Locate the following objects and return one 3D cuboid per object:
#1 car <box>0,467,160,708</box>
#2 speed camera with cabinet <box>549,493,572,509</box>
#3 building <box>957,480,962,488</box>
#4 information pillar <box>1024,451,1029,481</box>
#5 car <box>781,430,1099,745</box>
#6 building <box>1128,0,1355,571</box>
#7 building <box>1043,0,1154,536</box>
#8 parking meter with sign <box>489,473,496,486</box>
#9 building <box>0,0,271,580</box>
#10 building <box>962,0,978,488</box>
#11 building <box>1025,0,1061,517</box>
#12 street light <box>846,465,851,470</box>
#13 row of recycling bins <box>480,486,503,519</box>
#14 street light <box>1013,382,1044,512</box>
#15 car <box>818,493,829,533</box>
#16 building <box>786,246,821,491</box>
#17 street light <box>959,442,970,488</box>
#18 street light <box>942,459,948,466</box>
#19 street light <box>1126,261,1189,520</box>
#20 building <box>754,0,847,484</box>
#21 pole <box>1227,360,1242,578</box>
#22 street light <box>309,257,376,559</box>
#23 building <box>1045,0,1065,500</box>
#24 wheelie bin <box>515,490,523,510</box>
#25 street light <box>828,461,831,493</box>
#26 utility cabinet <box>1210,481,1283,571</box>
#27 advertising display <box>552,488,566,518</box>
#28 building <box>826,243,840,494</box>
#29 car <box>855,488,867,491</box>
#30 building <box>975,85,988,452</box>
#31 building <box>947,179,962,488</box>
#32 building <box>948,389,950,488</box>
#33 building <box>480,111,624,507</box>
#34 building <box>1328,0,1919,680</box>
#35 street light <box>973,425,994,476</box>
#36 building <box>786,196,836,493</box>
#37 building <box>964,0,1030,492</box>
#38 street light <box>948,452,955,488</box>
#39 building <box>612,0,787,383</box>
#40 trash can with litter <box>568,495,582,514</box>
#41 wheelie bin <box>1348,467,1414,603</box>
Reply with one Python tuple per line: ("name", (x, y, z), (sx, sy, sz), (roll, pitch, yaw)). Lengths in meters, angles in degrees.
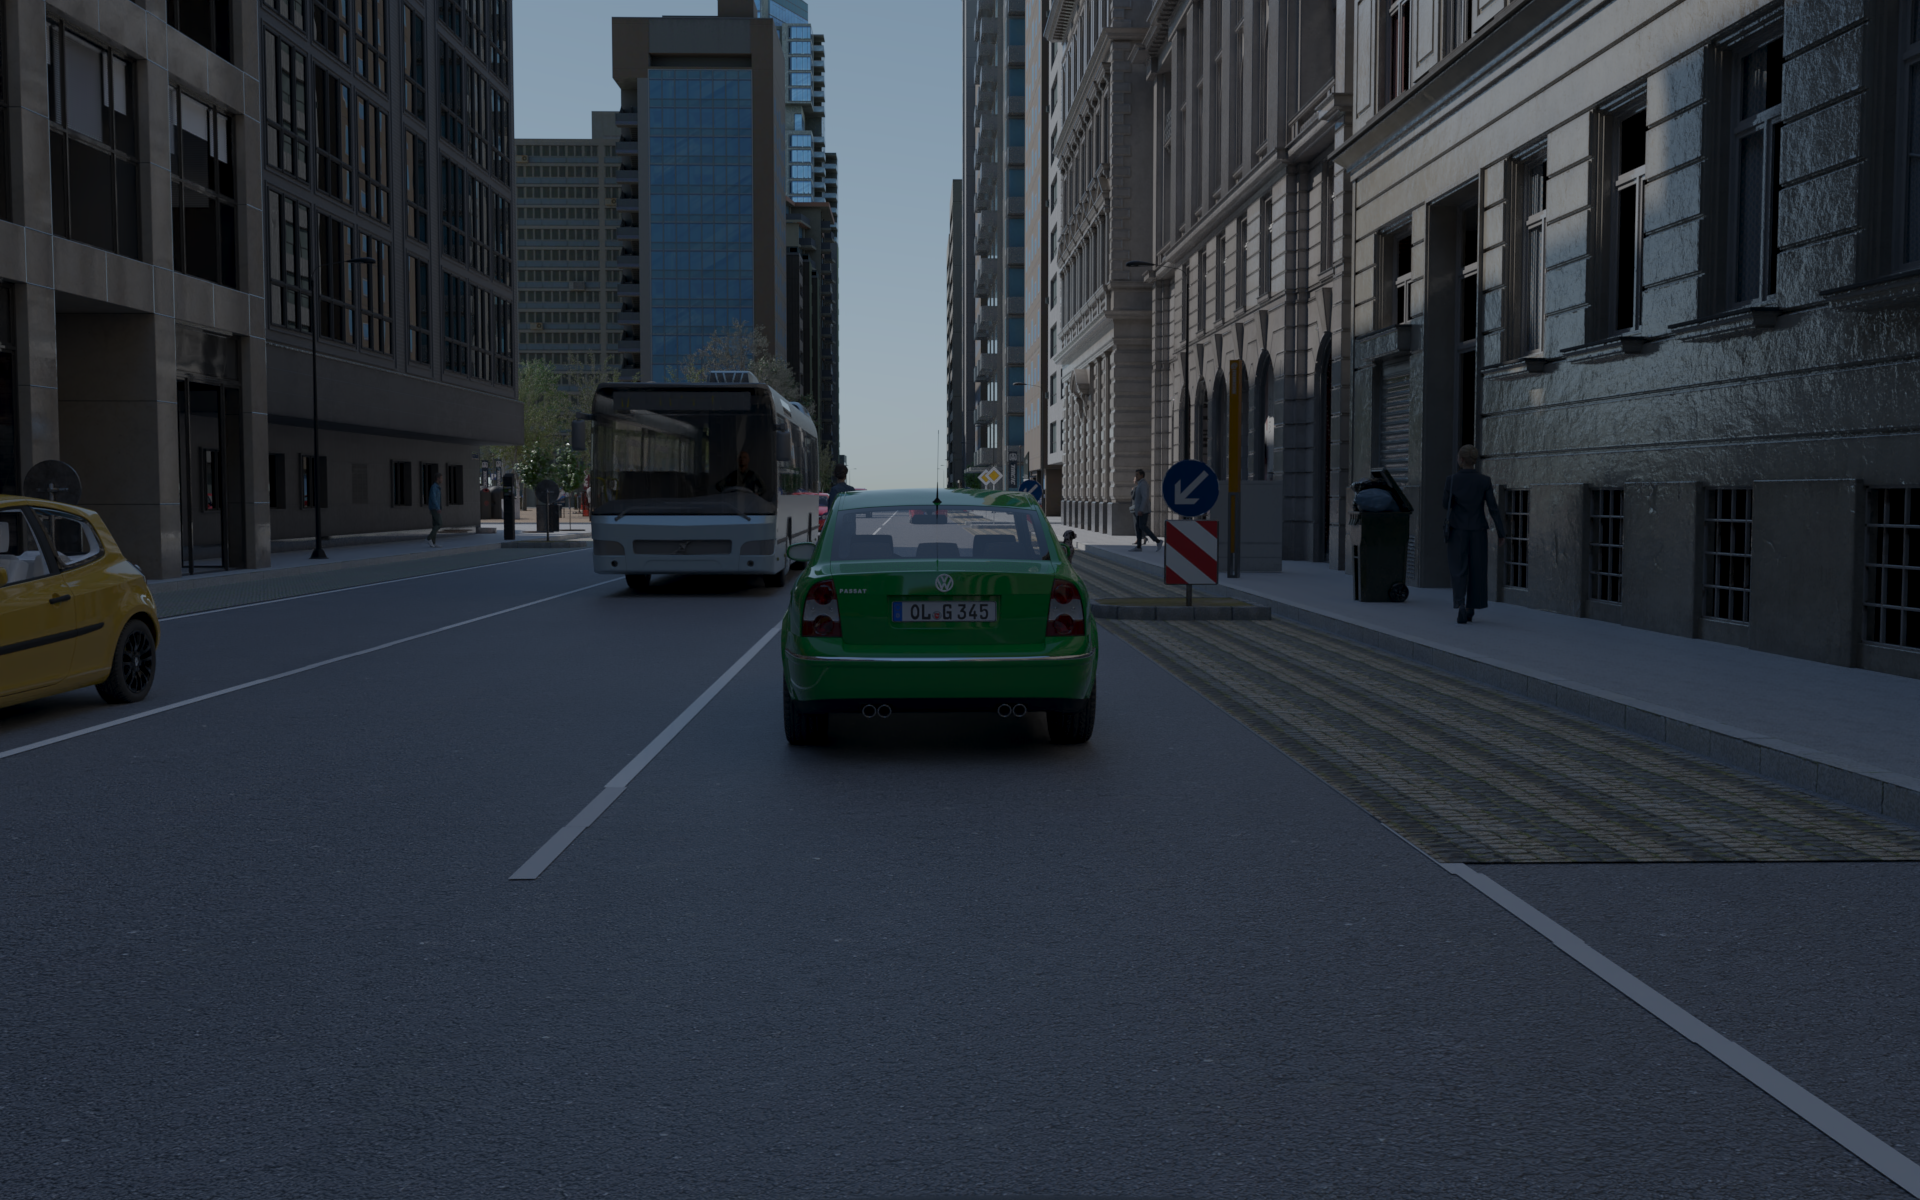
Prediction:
("car", (-6.483, -0.018, 10.510), (2.015, 1.641, 3.980), (0, 4, 0))
("speed camera with cabinet", (-33.701, -9.265, 145.810), (2.038, 3.252, 0.660), (2, 4, 24))
("building", (15.853, -32.273, 219.545), (32.217, 40.220, 23.993), (0, 4, -1))
("information pillar", (3.665, -6.355, 95.265), (0.183, 3.616, 0.504), (-2, 4, -28))
("car", (-0.184, -0.153, 11.305), (1.959, 1.807, 4.718), (0, 4, -3))
("building", (11.899, -12.124, 40.028), (13.314, 21.916, 24.055), (0, 4, -1))
("building", (9.206, -14.251, 61.880), (11.050, 23.489, 19.941), (0, 4, -1))
("parking meter with sign", (-39.788, -9.241, 147.344), (0.543, 3.016, 1.738), (-1, 4, -23))
("building", (-21.210, -12.708, 12.289), (19.350, 26.468, 34.151), (0, 4, -1))
("building", (10.733, -39.802, 192.763), (21.231, 58.520, 28.212), (0, 4, -1))
("building", (11.219, -27.713, 103.212), (14.600, 45.320, 14.200), (0, 4, -1))
("street light", (-18.527, -18.621, 276.994), (1.470, 5.913, 1.316), (0, 4, -1))
("row of recycling bins", (-24.549, -5.195, 92.049), (1.069, 1.692, 3.534), (-2, 4, -24))
("street light", (2.911, -6.097, 72.233), (1.470, 5.913, 1.316), (0, 4, -1))
("car", (-5.049, -3.007, 58.202), (2.155, 1.783, 4.494), (0, 4, -2))
("building", (-24.741, -27.083, 214.511), (14.160, 30.474, 14.107), (0, 4, -1))
("street light", (0.701, -11.155, 154.926), (1.470, 5.913, 1.316), (0, 4, -1))
("street light", (-1.314, -15.829, 231.350), (1.470, 5.913, 1.316), (0, 4, -1))
("street light", (3.995, -3.798, 34.634), (1.470, 5.913, 1.316), (0, 4, -1))
("building", (-30.454, -60.123, 295.683), (22.319, 86.520, 31.000), (0, 4, -1))
("pole", (4.189, -1.992, 26.411), (0.158, 3.312, 0.155), (0, 3, 0))
("street light", (-12.153, -3.766, 34.116), (1.470, 5.913, 1.316), (0, 4, -1))
("building", (11.827, -19.277, 86.881), (14.107, 30.474, 14.160), (0, 4, -1))
("wheelie bin", (-35.891, -8.133, 140.882), (0.980, 1.594, 0.693), (0, 4, 5))
("street light", (-17.640, -16.317, 239.330), (1.470, 5.913, 1.316), (0, 4, -1))
("utility cabinet", (4.698, -1.211, 28.483), (1.173, 1.500, 0.318), (0, 4, 8))
("advertising display", (-21.469, -5.349, 92.665), (0.123, 1.923, 0.974), (2, 4, 26))
("building", (-26.425, -36.120, 274.152), (14.154, 41.232, 14.086), (0, 4, -1))
("car", (-6.407, -5.937, 105.745), (2.281, 1.827, 5.304), (0, 4, -1))
("building", (8.668, -31.880, 171.341), (14.600, 45.320, 14.200), (0, 4, -1))
("building", (9.347, -38.476, 252.791), (21.300, 48.544, 21.600), (0, 4, -1))
("building", (12.092, -26.536, 278.898), (27.650, 21.520, 28.899), (0, 4, -1))
("building", (-33.284, -29.868, 180.226), (32.217, 40.220, 23.993), (0, 4, -1))
("building", (13.797, -10.994, 13.030), (16.112, 22.955, 30.059), (0, 4, -1))
("street light", (1.717, -8.796, 116.359), (1.470, 5.913, 1.316), (0, 4, -1))
("building", (-29.509, -36.548, 252.184), (22.147, 44.769, 28.867), (0, 4, -1))
("building", (12.464, -31.546, 135.382), (23.786, 49.044, 30.456), (0, 4, -1))
("street light", (-0.270, -13.473, 192.823), (1.470, 5.913, 1.316), (0, 4, -1))
("building", (-23.617, -31.262, 161.246), (14.600, 45.320, 14.200), (0, 4, -1))
("trash can with litter", (-24.904, -6.285, 113.821), (1.678, 1.210, 2.233), (-1, 4, -10))
("wheelie bin", (5.005, -0.782, 20.686), (0.693, 1.594, 0.980), (0, 4, 0))
